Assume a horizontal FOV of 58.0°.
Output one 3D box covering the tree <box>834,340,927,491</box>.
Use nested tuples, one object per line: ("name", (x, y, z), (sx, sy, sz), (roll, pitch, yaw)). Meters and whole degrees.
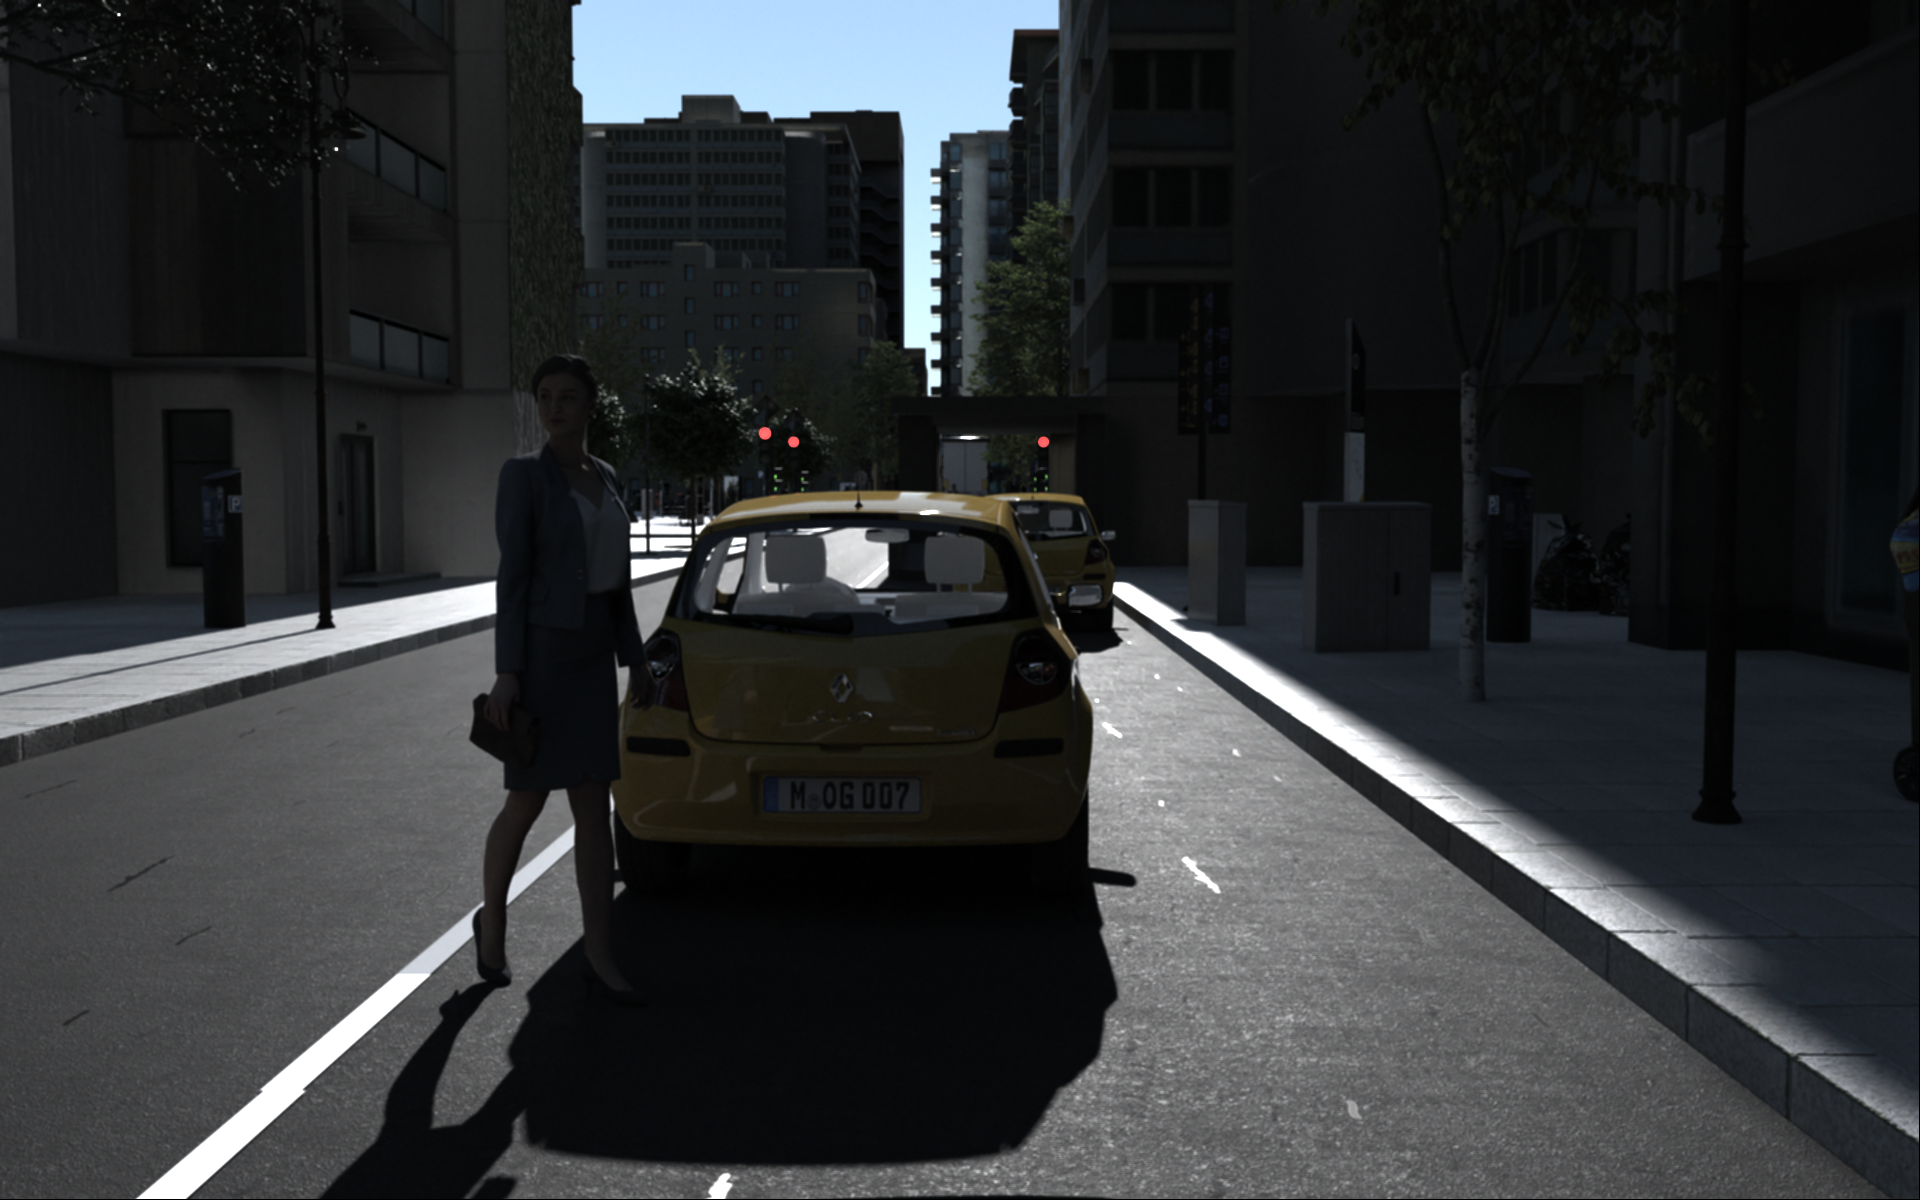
("tree", (-5.568, -12.810, 127.569), (7.486, 12.596, 7.792), (0, 3, 0))

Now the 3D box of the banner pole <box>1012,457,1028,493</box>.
("banner pole", (3.726, -6.907, 102.949), (0.863, 3.779, 0.401), (3, 5, 42))

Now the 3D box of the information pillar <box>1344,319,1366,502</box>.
("information pillar", (5.327, -1.961, 23.414), (0.183, 3.616, 0.504), (3, 4, 36))

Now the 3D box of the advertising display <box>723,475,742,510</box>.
("advertising display", (-7.723, -3.279, 58.833), (0.123, 1.923, 0.974), (-3, 5, -42))

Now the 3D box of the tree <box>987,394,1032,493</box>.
("tree", (3.648, -9.752, 109.814), (4.737, 8.622, 4.395), (0, 3, 0))

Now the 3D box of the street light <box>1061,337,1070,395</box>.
("street light", (3.096, -4.627, 48.431), (0.468, 5.910, 1.993), (0, 4, 0))

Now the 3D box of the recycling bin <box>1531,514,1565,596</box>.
("recycling bin", (7.269, -0.590, 22.199), (0.722, 1.027, 0.722), (0, 4, -1))

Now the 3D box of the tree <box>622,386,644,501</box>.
("tree", (-22.781, -10.212, 117.333), (4.360, 8.622, 3.978), (0, 3, 0))

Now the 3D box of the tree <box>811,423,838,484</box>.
("tree", (-6.244, -4.885, 63.585), (4.285, 4.588, 4.351), (0, 3, 0))

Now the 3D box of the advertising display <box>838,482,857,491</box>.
("advertising display", (-5.887, -5.239, 90.869), (0.974, 1.923, 0.123), (-1, 4, -16))

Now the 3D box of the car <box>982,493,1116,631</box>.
("car", (0.792, -0.570, 19.544), (2.015, 1.641, 3.980), (0, 4, 1))

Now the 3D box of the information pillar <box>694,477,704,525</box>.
("information pillar", (-10.675, -4.074, 71.102), (0.304, 2.012, 0.304), (-1, 4, -12))

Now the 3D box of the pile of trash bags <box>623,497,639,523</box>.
("pile of trash bags", (-16.032, -4.174, 77.992), (3.447, 1.369, 1.912), (3, 5, 44))

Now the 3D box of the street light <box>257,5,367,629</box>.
("street light", (-6.076, -2.668, 16.411), (0.468, 5.910, 1.993), (0, 4, 0))

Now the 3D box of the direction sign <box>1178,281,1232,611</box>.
("direction sign", (2.638, -1.648, 18.935), (0.379, 3.537, 0.876), (-1, 4, -9))

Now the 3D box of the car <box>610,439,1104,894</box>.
("car", (-0.340, 0.158, 7.648), (2.015, 1.641, 3.980), (0, 4, 1))

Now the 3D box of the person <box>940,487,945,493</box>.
("person", (-0.931, -4.610, 84.218), (0.599, 1.781, 0.374), (0, 4, 6))

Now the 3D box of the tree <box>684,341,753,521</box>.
("tree", (-12.020, -8.146, 83.553), (4.360, 8.622, 3.978), (0, 3, 0))

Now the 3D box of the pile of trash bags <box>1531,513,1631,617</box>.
("pile of trash bags", (8.214, -0.571, 19.088), (3.447, 1.369, 1.912), (-1, 4, -9))

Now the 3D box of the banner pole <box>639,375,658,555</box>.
("banner pole", (-6.534, -2.828, 36.263), (0.401, 3.779, 0.863), (-1, 4, -14))

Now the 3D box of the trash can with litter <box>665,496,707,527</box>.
("trash can with litter", (-10.954, -3.556, 69.200), (1.678, 1.210, 2.233), (-1, 4, -9))

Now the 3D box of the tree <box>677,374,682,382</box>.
("tree", (-16.745, -8.995, 97.431), (4.737, 8.622, 4.395), (0, 3, 0))

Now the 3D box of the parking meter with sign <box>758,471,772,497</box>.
("parking meter with sign", (-14.508, -8.219, 130.634), (0.543, 3.016, 1.738), (2, 4, 28))

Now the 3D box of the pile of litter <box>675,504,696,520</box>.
("pile of litter", (-13.493, -4.494, 87.448), (1.719, 0.858, 1.176), (0, 4, -6))

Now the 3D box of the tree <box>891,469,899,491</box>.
("tree", (-6.054, -12.550, 188.897), (4.285, 4.588, 4.351), (0, 3, 0))

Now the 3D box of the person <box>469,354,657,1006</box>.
("person", (-1.152, 0.217, 4.973), (0.581, 1.822, 0.654), (-3, 5, -41))

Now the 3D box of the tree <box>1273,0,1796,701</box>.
("tree", (3.208, -3.665, 10.292), (4.737, 8.622, 4.395), (0, 3, 0))

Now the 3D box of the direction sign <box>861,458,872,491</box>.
("direction sign", (-5.959, -7.221, 110.054), (0.876, 3.537, 0.379), (-3, 5, -42))

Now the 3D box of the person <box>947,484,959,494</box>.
("person", (-0.329, -4.316, 78.422), (0.648, 1.900, 0.474), (-3, 5, -40))

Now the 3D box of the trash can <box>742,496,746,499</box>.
("trash can", (-15.881, -6.971, 125.635), (0.748, 1.137, 0.748), (0, 3, 0))

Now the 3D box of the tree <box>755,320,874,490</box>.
("tree", (-6.923, -7.572, 74.167), (4.737, 8.622, 4.395), (0, 3, 0))

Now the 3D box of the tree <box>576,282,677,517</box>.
("tree", (-12.404, -6.669, 59.398), (4.737, 8.622, 4.395), (0, 3, 0))

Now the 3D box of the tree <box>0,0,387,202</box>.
("tree", (-6.805, -4.597, 9.570), (7.601, 10.594, 8.767), (-1, 4, -9))

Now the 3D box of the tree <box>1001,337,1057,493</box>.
("tree", (3.516, -7.915, 79.777), (4.360, 8.622, 3.978), (0, 3, 0))

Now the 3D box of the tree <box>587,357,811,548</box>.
("tree", (-6.473, -3.546, 41.685), (4.285, 4.588, 4.351), (0, 3, 0))

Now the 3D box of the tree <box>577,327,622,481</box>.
("tree", (-16.125, -7.407, 71.471), (4.360, 8.622, 3.978), (0, 3, 0))

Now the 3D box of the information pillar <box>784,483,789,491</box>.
("information pillar", (-8.631, -4.954, 85.484), (0.304, 2.012, 0.304), (-1, 4, -15))

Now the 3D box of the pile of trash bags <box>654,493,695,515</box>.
("pile of trash bags", (-17.796, -5.890, 106.051), (1.912, 1.369, 3.447), (1, 4, 16))

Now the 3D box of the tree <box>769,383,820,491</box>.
("tree", (-10.757, -9.952, 113.076), (4.360, 8.622, 3.978), (0, 3, 0))

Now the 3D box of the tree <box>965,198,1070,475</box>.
("tree", (4.031, -9.097, 66.865), (7.486, 12.596, 7.792), (0, 3, 0))

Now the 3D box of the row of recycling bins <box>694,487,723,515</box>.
("row of recycling bins", (-15.170, -6.126, 107.269), (1.069, 1.692, 3.534), (2, 4, 27))
